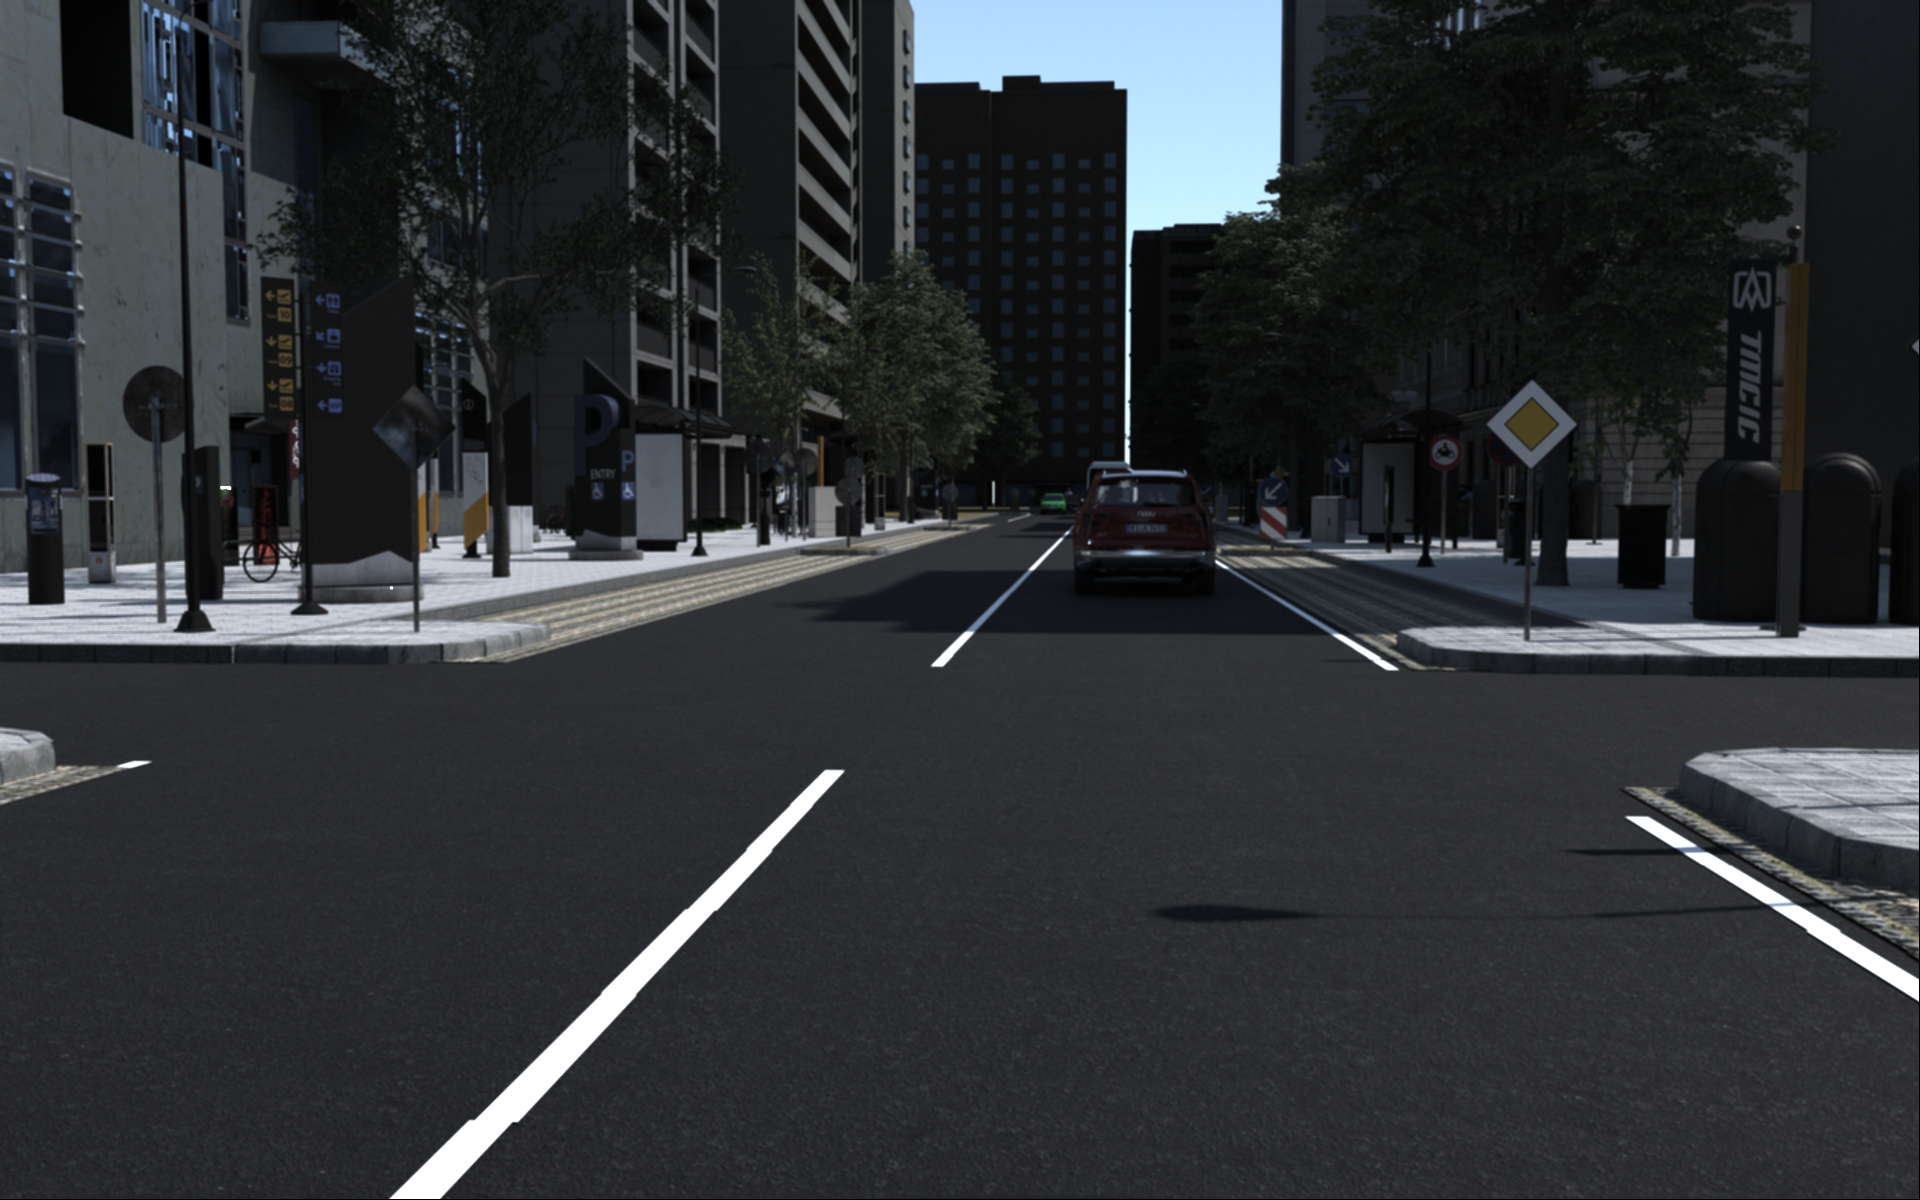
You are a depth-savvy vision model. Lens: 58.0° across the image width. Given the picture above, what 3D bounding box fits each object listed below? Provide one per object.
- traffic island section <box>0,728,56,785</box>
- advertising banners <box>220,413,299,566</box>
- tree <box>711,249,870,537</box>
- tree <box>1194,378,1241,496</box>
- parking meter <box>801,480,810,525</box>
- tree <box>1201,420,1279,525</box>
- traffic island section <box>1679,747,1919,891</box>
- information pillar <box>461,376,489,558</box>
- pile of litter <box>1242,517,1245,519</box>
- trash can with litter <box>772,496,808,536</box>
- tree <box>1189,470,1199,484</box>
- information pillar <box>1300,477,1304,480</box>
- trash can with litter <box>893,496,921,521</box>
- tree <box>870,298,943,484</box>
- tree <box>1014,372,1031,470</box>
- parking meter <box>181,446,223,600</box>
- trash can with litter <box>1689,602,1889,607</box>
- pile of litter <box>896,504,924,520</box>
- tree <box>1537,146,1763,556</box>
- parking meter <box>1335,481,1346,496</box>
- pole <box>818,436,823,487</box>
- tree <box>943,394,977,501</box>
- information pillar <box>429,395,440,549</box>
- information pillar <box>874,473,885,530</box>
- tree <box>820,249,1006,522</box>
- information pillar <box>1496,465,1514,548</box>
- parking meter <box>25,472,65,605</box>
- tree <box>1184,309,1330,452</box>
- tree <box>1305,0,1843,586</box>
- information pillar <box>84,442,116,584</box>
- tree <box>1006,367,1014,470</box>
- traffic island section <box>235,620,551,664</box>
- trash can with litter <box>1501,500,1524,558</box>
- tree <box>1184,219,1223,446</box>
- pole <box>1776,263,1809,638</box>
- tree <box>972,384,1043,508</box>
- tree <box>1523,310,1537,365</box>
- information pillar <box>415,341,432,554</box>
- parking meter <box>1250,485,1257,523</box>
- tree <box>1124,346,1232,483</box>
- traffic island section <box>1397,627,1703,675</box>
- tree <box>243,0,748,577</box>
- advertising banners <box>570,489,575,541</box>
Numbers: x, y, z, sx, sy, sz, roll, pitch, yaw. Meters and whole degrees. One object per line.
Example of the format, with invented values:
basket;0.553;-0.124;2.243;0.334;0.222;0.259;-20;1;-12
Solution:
traffic island section;-5.725;0.867;8.104;2.009;0.180;2.903;0;4;5
advertising banners;-12.556;-2.142;31.202;0.090;3.025;2.074;3;5;39
tree;-5.156;-6.174;51.314;4.737;8.622;4.395;0;3;0
tree;15.591;-9.310;102.576;4.360;8.622;3.978;0;3;0
parking meter;-6.410;-4.051;71.946;0.255;1.863;0.399;1;4;16
tree;11.812;-5.473;73.193;4.285;4.588;4.351;0;3;0
traffic island section;4.331;0.919;7.259;2.009;0.180;2.903;0;4;5
information pillar;-9.673;-2.639;34.506;0.504;3.616;0.183;0;4;1
pile of litter;14.993;-4.498;87.505;1.176;0.858;1.719;-1;4;-22
trash can with litter;-4.895;-2.580;53.241;1.678;1.210;2.233;-3;4;-39
tree;17.939;-8.595;135.123;1.663;3.219;1.824;0;3;0
information pillar;14.356;-4.185;72.914;0.304;2.012;0.304;0;4;0
trash can with litter;-2.686;-4.445;83.731;1.678;1.210;2.233;2;4;26
tree;-3.363;-6.963;64.205;4.737;8.622;4.395;0;3;0
tree;1.834;-13.191;133.800;7.486;12.596;7.792;0;3;0
parking meter;-9.211;-0.938;21.039;0.399;1.863;0.255;1;4;14
trash can with litter;9.720;-0.556;20.147;2.233;1.210;1.678;2;4;24
pile of litter;-2.545;-4.457;86.840;1.719;0.858;1.176;-1;4;-16
tree;14.530;-5.207;35.499;4.737;8.622;4.395;0;3;0
parking meter;16.701;-4.302;76.053;0.399;1.863;0.255;-2;4;-25
pole;-4.894;-4.094;60.783;0.158;3.312;0.155;0;3;0
tree;-0.668;-9.512;105.879;4.737;8.622;4.395;0;3;0
information pillar;-12.361;-3.018;40.699;0.183;3.616;0.504;-2;4;-29
information pillar;-2.838;-3.469;61.217;0.304;2.012;0.304;-1;4;-22
tree;-2.628;-9.907;80.106;7.486;12.596;7.792;0;3;0
information pillar;12.966;-2.243;41.167;0.304;2.012;0.304;3;4;37
parking meter;-10.658;-0.719;20.169;0.372;1.533;0.369;0;3;0
tree;13.955;-8.971;81.094;7.601;10.594;8.767;1;4;13
tree;8.214;-6.495;24.327;7.486;12.596;7.792;0;3;0
information pillar;-12.312;-1.242;24.806;0.304;2.012;0.304;-1;4;-12
tree;-1.288;-10.805;94.796;7.486;12.596;7.792;0;3;0
traffic island section;-5.058;0.380;16.061;2.009;0.180;2.903;0;4;5
trash can with litter;11.154;-1.436;34.873;0.624;1.170;1.055;1;4;11
tree;11.392;-8.630;59.223;7.486;12.596;7.792;0;3;0
pole;7.426;-1.321;15.449;0.158;3.312;0.155;0;3;0
tree;3.927;-14.485;162.579;9.928;11.665;9.643;0;3;0
tree;15.324;-5.475;39.872;4.737;8.622;4.395;0;3;0
information pillar;-7.318;-1.927;22.854;0.504;3.616;0.183;-3;4;-37
parking meter;12.878;-4.329;76.487;0.399;1.863;0.255;0;4;1
tree;19.036;-14.892;150.146;9.857;13.997;8.962;0;3;0
traffic island section;4.997;0.432;15.216;2.009;0.180;2.903;0;4;5
tree;-6.983;-5.649;26.779;8.767;10.594;7.601;1;4;14
advertising banners;-10.353;-3.191;48.368;0.090;3.025;2.074;1;4;16
